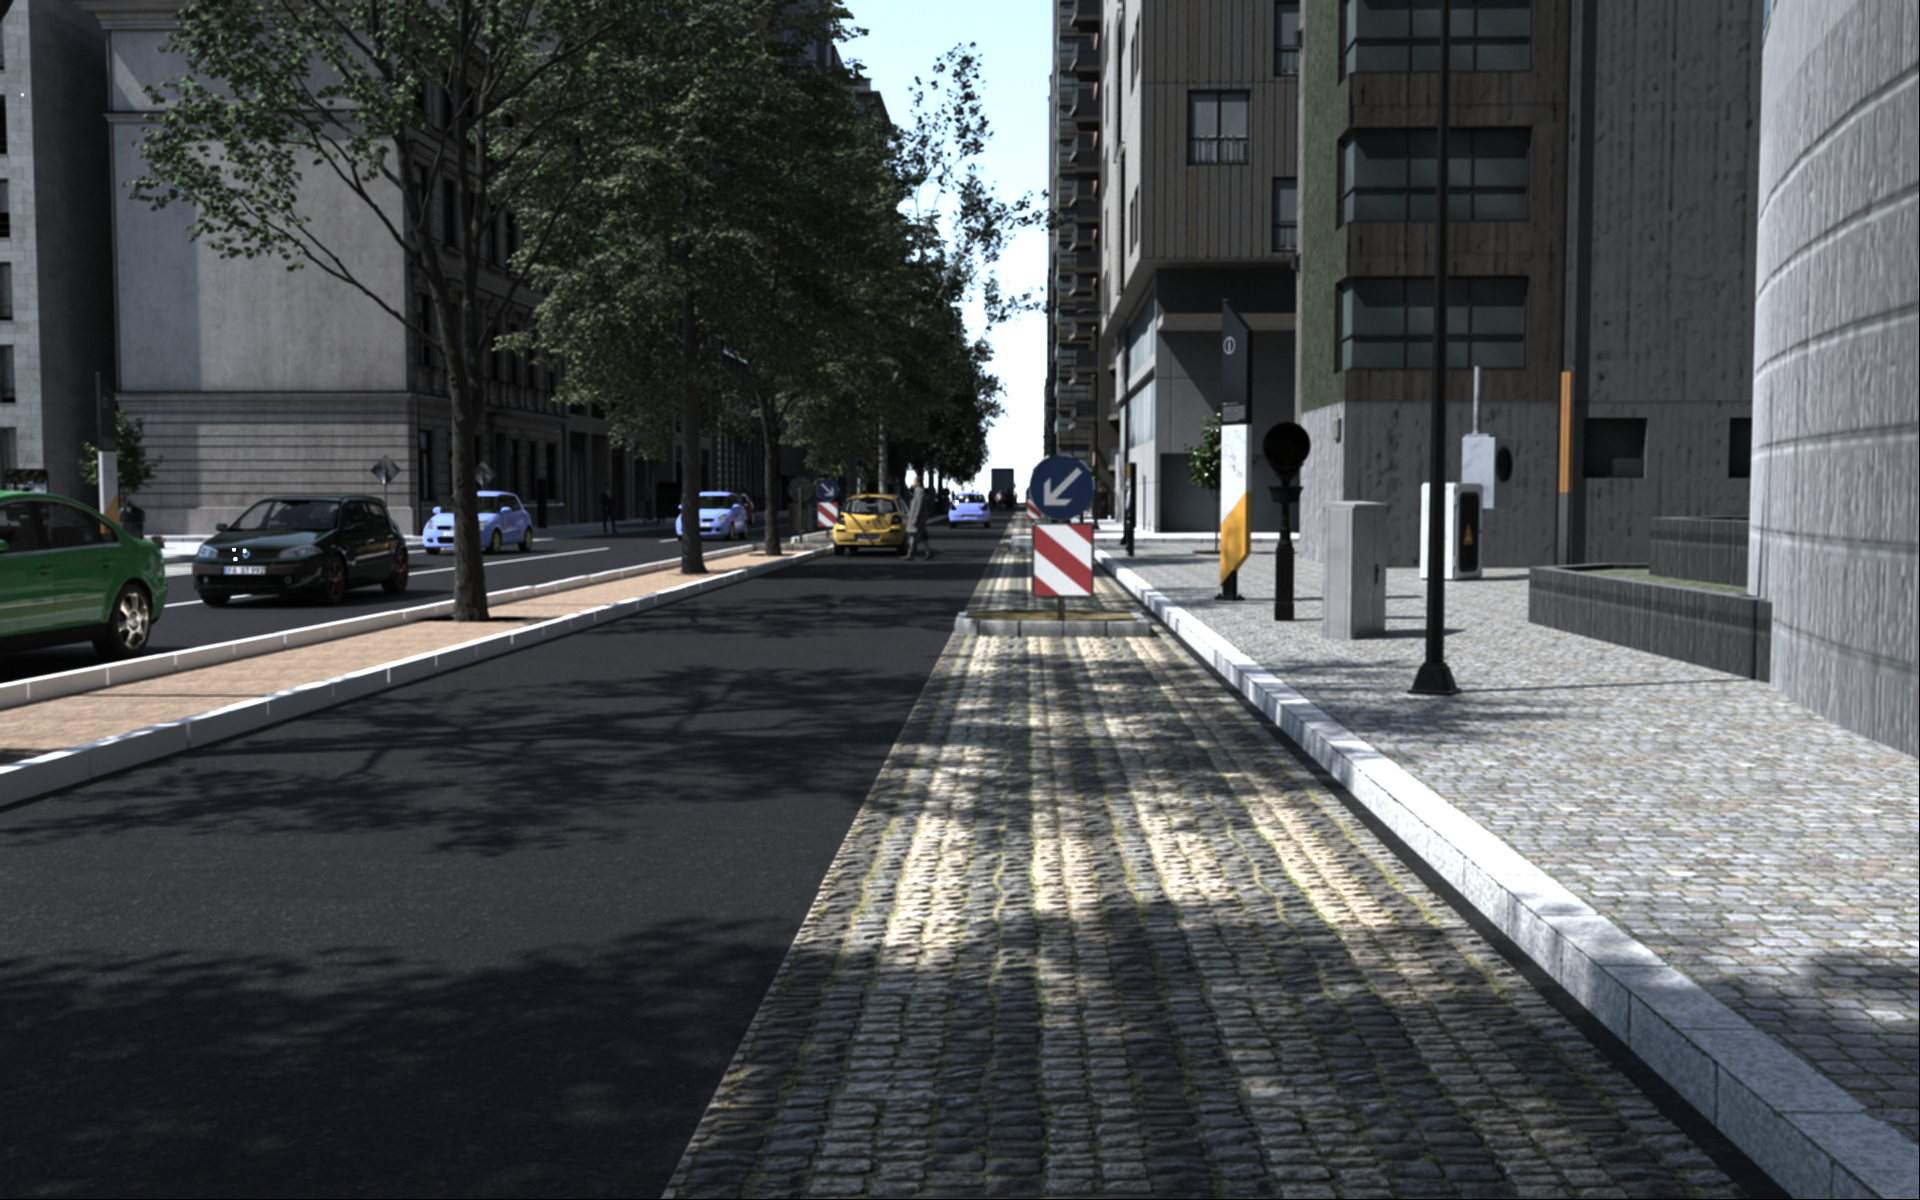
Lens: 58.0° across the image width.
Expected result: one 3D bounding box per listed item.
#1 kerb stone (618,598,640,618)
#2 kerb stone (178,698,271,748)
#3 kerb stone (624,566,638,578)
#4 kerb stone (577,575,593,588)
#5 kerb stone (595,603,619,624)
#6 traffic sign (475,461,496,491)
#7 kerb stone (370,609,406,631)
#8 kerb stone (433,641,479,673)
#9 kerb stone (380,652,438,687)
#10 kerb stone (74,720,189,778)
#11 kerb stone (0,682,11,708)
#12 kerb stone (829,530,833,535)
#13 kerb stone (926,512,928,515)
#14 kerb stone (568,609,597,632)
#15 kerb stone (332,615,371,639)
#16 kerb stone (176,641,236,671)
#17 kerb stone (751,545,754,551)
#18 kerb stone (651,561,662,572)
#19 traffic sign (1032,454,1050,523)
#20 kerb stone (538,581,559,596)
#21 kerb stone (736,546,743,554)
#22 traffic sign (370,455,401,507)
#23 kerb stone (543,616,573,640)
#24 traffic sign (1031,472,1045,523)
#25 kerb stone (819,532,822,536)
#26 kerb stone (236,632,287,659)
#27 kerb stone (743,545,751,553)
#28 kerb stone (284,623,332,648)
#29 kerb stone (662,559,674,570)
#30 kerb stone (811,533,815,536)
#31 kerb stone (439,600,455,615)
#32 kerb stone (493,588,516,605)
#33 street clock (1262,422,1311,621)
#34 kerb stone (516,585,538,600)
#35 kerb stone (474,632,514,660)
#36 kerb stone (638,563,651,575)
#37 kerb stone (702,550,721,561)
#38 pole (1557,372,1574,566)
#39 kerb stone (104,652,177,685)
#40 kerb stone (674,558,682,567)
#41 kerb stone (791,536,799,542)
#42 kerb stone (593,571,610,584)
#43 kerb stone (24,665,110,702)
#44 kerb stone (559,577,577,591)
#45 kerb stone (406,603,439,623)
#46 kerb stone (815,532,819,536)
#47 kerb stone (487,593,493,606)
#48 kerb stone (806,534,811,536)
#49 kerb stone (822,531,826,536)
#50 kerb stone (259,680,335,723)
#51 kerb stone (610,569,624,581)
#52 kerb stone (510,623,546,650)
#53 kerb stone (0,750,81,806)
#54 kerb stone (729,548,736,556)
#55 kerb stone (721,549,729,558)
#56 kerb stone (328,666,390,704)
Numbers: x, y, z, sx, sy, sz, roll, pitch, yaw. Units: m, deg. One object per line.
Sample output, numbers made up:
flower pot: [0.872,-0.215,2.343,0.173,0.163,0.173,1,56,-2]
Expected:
kerb stone: [-3.989,0.104,20.491,0.120,0.150,1.000,0,4,2]
kerb stone: [-4.376,0.730,10.254,0.120,0.150,1.000,0,4,2]
kerb stone: [-5.747,-0.460,29.752,0.120,0.150,1.000,0,4,2]
kerb stone: [-5.870,-0.274,26.671,0.120,0.150,1.000,0,4,2]
kerb stone: [-4.033,0.167,19.461,0.120,0.150,1.000,0,4,2]
traffic sign: [-14.425,-2.983,52.409,0.795,2.450,0.064,0,4,2]
kerb stone: [-6.178,0.227,18.481,0.120,0.150,1.000,0,4,2]
kerb stone: [-4.223,0.480,14.345,0.120,0.150,1.000,0,4,2]
kerb stone: [-4.262,0.543,13.324,0.120,0.150,1.000,0,4,2]
kerb stone: [-4.423,0.793,9.230,0.120,0.150,1.000,0,4,2]
kerb stone: [-6.437,0.666,11.313,0.120,0.150,1.000,0,4,2]
kerb stone: [-4.607,-2.312,59.996,0.120,0.150,1.000,0,4,2]
kerb stone: [-2.183,-6.259,124.558,0.120,0.150,1.000,0,4,2]
kerb stone: [-4.072,0.230,18.436,0.120,0.150,1.000,0,4,2]
kerb stone: [-6.209,0.290,17.459,0.120,0.150,1.000,0,4,2]
kerb stone: [-6.324,0.479,14.395,0.120,0.150,1.000,0,4,2]
kerb stone: [-5.246,-1.278,43.089,0.120,0.150,1.000,0,4,2]
kerb stone: [-5.676,-0.587,31.800,0.120,0.150,1.000,0,4,2]
traffic sign: [2.207,-2.455,43.775,0.795,2.450,0.064,0,4,2]
kerb stone: [-5.938,-0.134,24.622,0.120,0.150,1.000,0,4,2]
kerb stone: [-5.331,-1.152,41.028,0.120,0.150,1.000,0,4,2]
traffic sign: [-14.725,-2.495,44.429,0.795,2.450,0.064,0,4,2]
kerb stone: [-4.108,0.295,17.414,0.120,0.150,1.000,0,4,2]
traffic sign: [2.507,-2.943,51.755,0.795,2.450,0.064,0,4,2]
kerb stone: [-4.727,-2.124,56.929,0.120,0.150,1.000,0,4,2]
kerb stone: [-6.289,0.419,15.417,0.120,0.150,1.000,0,4,2]
kerb stone: [-5.283,-1.215,42.059,0.120,0.150,1.000,0,4,2]
kerb stone: [-6.241,0.352,16.438,0.120,0.150,1.000,0,4,2]
kerb stone: [-5.631,-0.650,32.826,0.120,0.150,1.000,0,4,2]
kerb stone: [-4.808,-1.999,54.887,0.120,0.150,1.000,0,4,2]
kerb stone: [-6.092,0.102,20.526,0.120,0.150,1.000,0,4,2]
kerb stone: [-6.023,-0.023,22.576,0.120,0.150,1.000,0,4,2]
street clock: [3.290,-0.792,17.519,0.471,2.002,0.358,0,4,8]
kerb stone: [-5.980,-0.086,23.597,0.120,0.150,1.000,0,4,2]
kerb stone: [-4.191,0.417,15.371,0.120,0.150,1.000,0,4,2]
kerb stone: [-5.709,-0.523,30.773,0.120,0.150,1.000,0,4,2]
kerb stone: [-5.446,-0.961,37.956,0.120,0.150,1.000,0,4,2]
pole: [10.134,-2.149,28.983,0.158,3.312,0.155,0,3,0]
kerb stone: [-6.368,0.540,13.373,0.120,0.150,1.000,0,4,2]
kerb stone: [-5.593,-0.713,33.853,0.120,0.150,1.000,0,4,2]
kerb stone: [-4.930,-1.811,51.806,0.120,0.150,1.000,0,4,2]
kerb stone: [-5.823,-0.329,27.695,0.120,0.150,1.000,0,4,2]
kerb stone: [-6.403,0.603,12.340,0.120,0.150,1.000,0,4,2]
kerb stone: [-5.899,-0.206,25.650,0.120,0.150,1.000,0,4,2]
kerb stone: [-6.128,0.168,19.502,0.120,0.150,1.000,0,4,2]
kerb stone: [-4.766,-2.058,55.908,0.120,0.150,1.000,0,4,2]
kerb stone: [-6.053,0.040,21.547,0.120,0.150,1.000,0,4,2]
kerb stone: [-4.840,-1.937,53.865,0.120,0.150,1.000,0,4,2]
kerb stone: [-4.688,-2.187,57.950,0.120,0.150,1.000,0,4,2]
kerb stone: [-4.344,0.668,11.276,0.120,0.150,1.000,0,4,2]
kerb stone: [-5.789,-0.398,28.716,0.120,0.150,1.000,0,4,2]
kerb stone: [-4.143,0.358,16.392,0.120,0.150,1.000,0,4,2]
kerb stone: [-4.455,0.856,8.207,0.120,0.150,1.000,0,4,2]
kerb stone: [-5.370,-1.089,39.999,0.120,0.150,1.000,0,4,2]
kerb stone: [-5.400,-1.026,38.977,0.120,0.150,1.000,0,4,2]
kerb stone: [-4.307,0.608,12.298,0.120,0.150,1.000,0,4,2]
